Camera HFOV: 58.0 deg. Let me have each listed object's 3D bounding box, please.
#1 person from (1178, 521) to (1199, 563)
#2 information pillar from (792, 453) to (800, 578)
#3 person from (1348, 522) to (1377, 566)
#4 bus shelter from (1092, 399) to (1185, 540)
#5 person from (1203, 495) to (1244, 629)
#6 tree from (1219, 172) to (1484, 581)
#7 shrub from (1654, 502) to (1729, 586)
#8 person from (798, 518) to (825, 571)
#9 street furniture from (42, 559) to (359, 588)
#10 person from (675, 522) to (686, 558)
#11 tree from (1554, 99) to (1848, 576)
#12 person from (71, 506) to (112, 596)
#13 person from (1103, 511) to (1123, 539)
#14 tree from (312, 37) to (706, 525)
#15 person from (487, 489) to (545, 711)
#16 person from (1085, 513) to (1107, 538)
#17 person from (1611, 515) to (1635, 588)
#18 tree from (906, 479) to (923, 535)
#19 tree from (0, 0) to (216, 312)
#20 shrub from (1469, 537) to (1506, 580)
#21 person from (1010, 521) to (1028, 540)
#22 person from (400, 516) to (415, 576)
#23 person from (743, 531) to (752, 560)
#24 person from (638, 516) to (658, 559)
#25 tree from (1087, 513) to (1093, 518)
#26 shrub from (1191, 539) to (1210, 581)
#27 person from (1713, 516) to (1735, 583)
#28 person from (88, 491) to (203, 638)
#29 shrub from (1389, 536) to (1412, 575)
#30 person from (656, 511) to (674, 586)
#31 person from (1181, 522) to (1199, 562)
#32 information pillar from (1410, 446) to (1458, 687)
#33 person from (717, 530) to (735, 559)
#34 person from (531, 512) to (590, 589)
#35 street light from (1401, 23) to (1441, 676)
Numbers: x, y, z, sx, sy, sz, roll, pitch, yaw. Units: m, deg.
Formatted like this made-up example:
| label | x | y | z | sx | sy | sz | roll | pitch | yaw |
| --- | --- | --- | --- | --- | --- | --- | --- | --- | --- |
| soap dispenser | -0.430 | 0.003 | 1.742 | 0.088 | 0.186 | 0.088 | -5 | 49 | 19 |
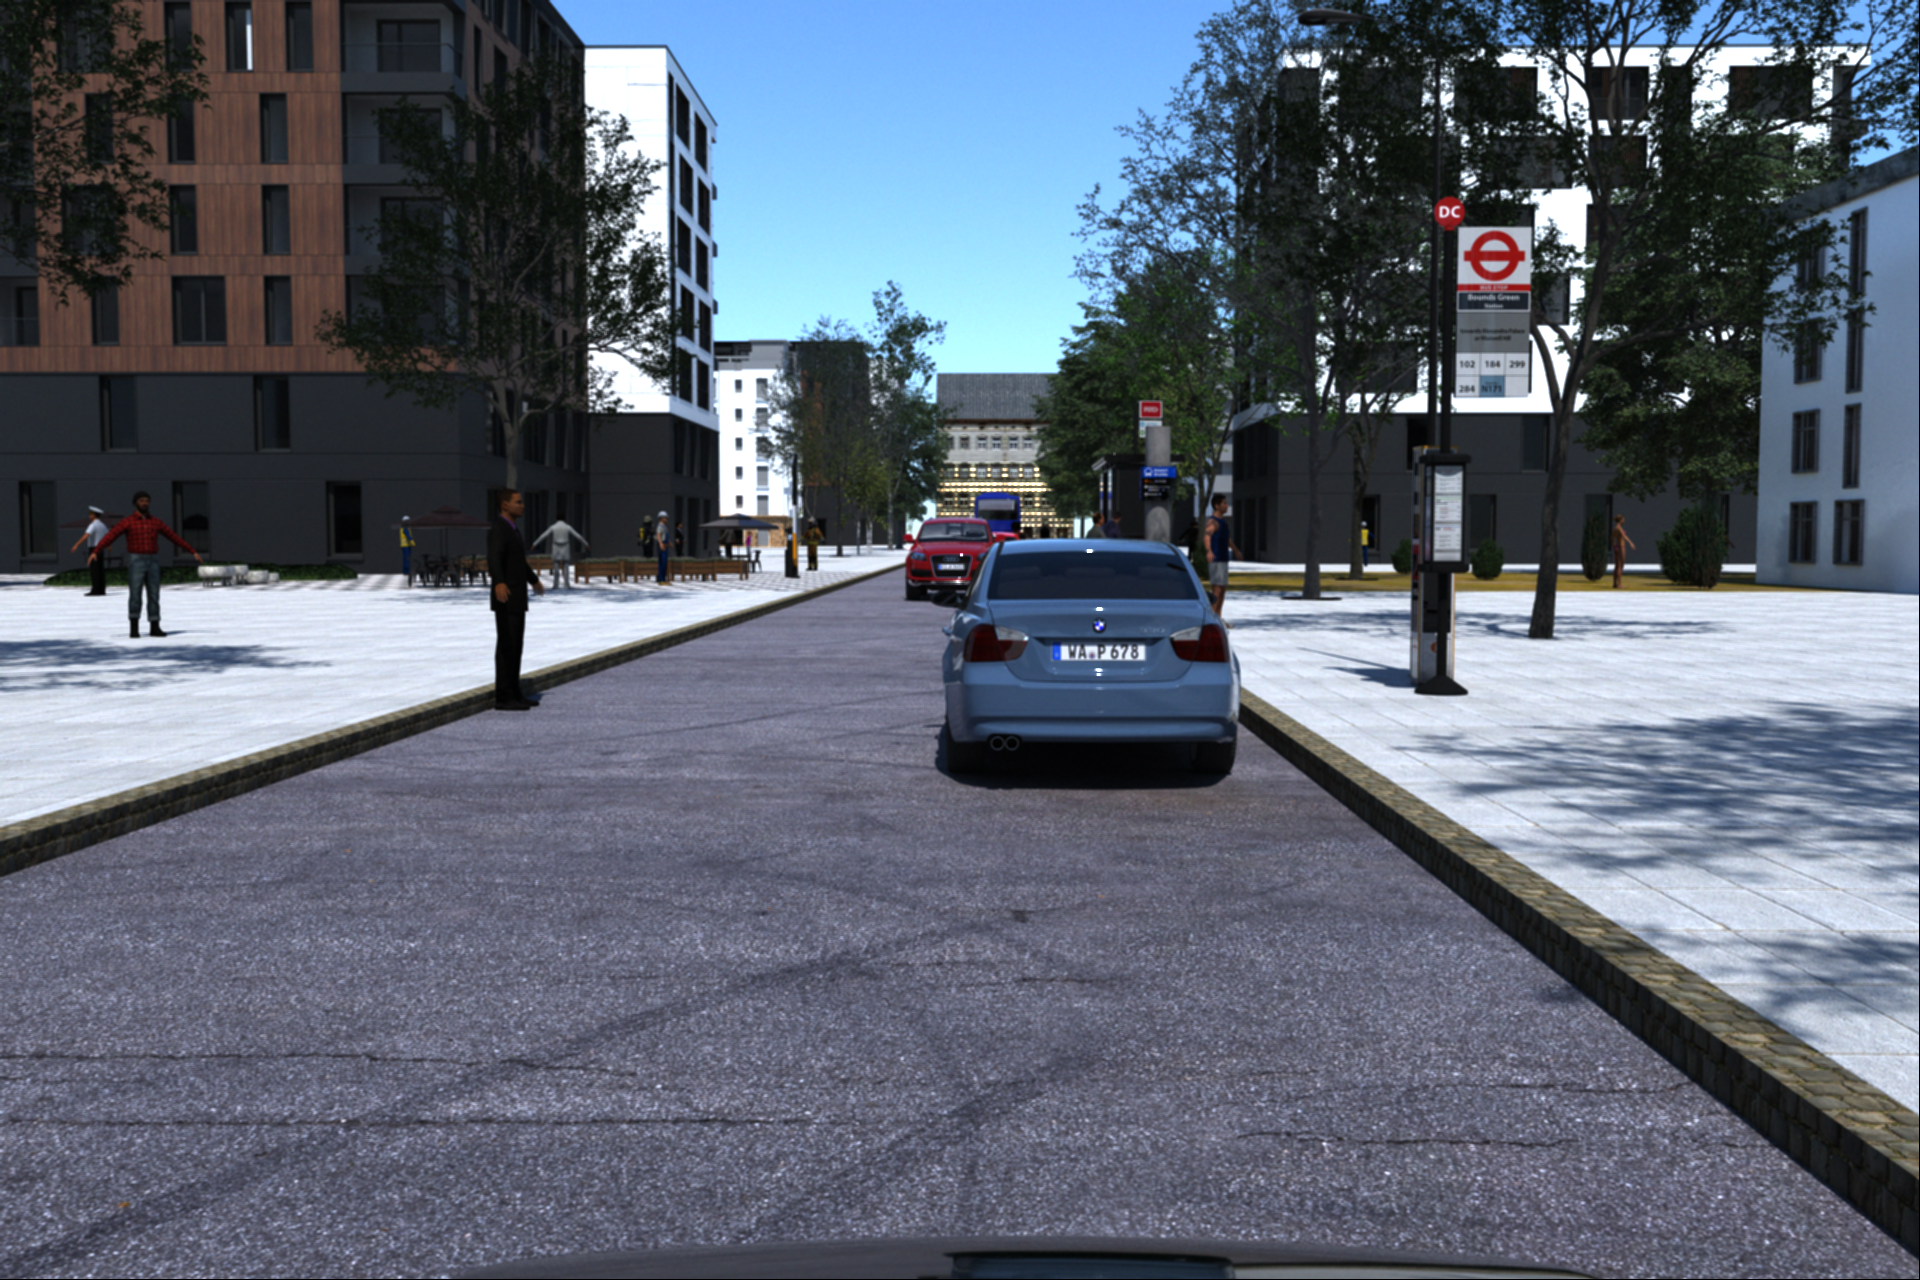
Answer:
| label | x | y | z | sx | sy | sz | roll | pitch | yaw |
| --- | --- | --- | --- | --- | --- | --- | --- | --- | --- |
| person | 9.618 | -3.999 | 71.566 | 1.347 | 1.806 | 0.705 | 2 | 4 | 27 |
| information pillar | -4.762 | -3.592 | 50.082 | 0.183 | 3.616 | 0.504 | 0 | 4 | 3 |
| person | 16.009 | -3.817 | 68.873 | 1.216 | 1.772 | 0.721 | 0 | 4 | -8 |
| bus shelter | 4.934 | -4.393 | 49.451 | 2.179 | 5.291 | 8.768 | 0 | 4 | 1 |
| person | 3.509 | -1.049 | 23.325 | 0.704 | 1.807 | 1.345 | 2 | 4 | 27 |
| tree | 11.210 | -7.470 | 47.888 | 9.928 | 11.665 | 9.643 | 0 | 3 | 0 |
| shrub | 18.163 | -2.381 | 42.969 | 1.661 | 2.075 | 1.752 | 0 | 3 | 0 |
| person | -5.186 | -3.356 | 60.636 | 1.354 | 1.858 | 0.705 | 3 | 5 | 39 |
| street furniture | -19.828 | -1.870 | 46.197 | 5.734 | 0.657 | 10.072 | 0 | 4 | 5 |
| person | -10.540 | -3.592 | 65.455 | 0.721 | 1.740 | 1.216 | 0 | 4 | 5 |
| tree | 22.922 | -8.918 | 52.470 | 9.857 | 13.997 | 8.962 | 0 | 3 | 0 |
| person | -18.004 | -1.851 | 36.049 | 0.704 | 1.855 | 1.343 | 0 | 4 | 5 |
| person | 3.315 | -1.872 | 37.098 | 0.568 | 1.767 | 0.683 | -3 | 4 | -37 |
| tree | -8.047 | -5.960 | 31.854 | 7.601 | 10.594 | 8.767 | -3 | 5 | -42 |
| person | -3.663 | -0.337 | 14.196 | 0.704 | 1.802 | 1.346 | 0 | 4 | -1 |
| person | 2.407 | -1.301 | 30.006 | 0.705 | 1.796 | 1.348 | -2 | 4 | -28 |
| person | 15.693 | -2.093 | 41.020 | 0.721 | 1.733 | 1.217 | 0 | 4 | -1 |
| tree | -6.283 | -17.193 | 231.463 | 4.360 | 8.622 | 3.978 | 0 | 3 | 0 |
| tree | -9.356 | -4.795 | 12.814 | 7.601 | 10.594 | 8.767 | -1 | 4 | -23 |
| shrub | 14.661 | -2.266 | 48.160 | 1.383 | 1.207 | 1.383 | 0 | 3 | 0 |
| person | 1.769 | -2.779 | 54.036 | 1.345 | 1.843 | 0.704 | 1 | 4 | 22 |
| person | -17.135 | -2.921 | 53.733 | 0.705 | 1.833 | 1.349 | -2 | 4 | -28 |
| person | -9.588 | -4.214 | 78.160 | 0.599 | 1.433 | 0.991 | -2 | 4 | -25 |
| person | -9.948 | -3.032 | 55.348 | 0.705 | 1.856 | 1.354 | -3 | 5 | -44 |
| tree | 19.817 | -18.253 | 232.843 | 7.601 | 10.594 | 8.767 | 0 | 4 | -5 |
| shrub | 6.736 | -2.221 | 47.424 | 1.383 | 1.207 | 1.383 | 0 | 3 | 0 |
| person | 19.954 | -2.426 | 45.791 | 0.704 | 1.817 | 1.347 | -1 | 4 | -13 |
| person | -10.144 | -0.944 | 21.542 | 1.345 | 1.816 | 0.704 | -3 | 5 | -42 |
| shrub | 14.171 | -2.685 | 55.009 | 1.383 | 1.207 | 1.383 | 0 | 3 | 0 |
| person | -7.385 | -2.285 | 43.222 | 0.705 | 1.847 | 1.347 | 0 | 4 | 1 |
| person | 9.960 | -4.111 | 73.347 | 1.346 | 1.812 | 0.704 | -2 | 4 | -31 |
| information pillar | 3.981 | -0.616 | 14.568 | 0.304 | 2.012 | 0.304 | 0 | 4 | 1 |
| person | -9.482 | -3.952 | 70.750 | 0.705 | 1.813 | 1.348 | 1 | 4 | 22 |
| person | -9.363 | -2.107 | 40.636 | 1.347 | 1.806 | 0.705 | -1 | 4 | -15 |
| street light | 4.770 | -2.625 | 15.452 | 1.470 | 5.913 | 1.316 | 0 | 4 | 1 |
